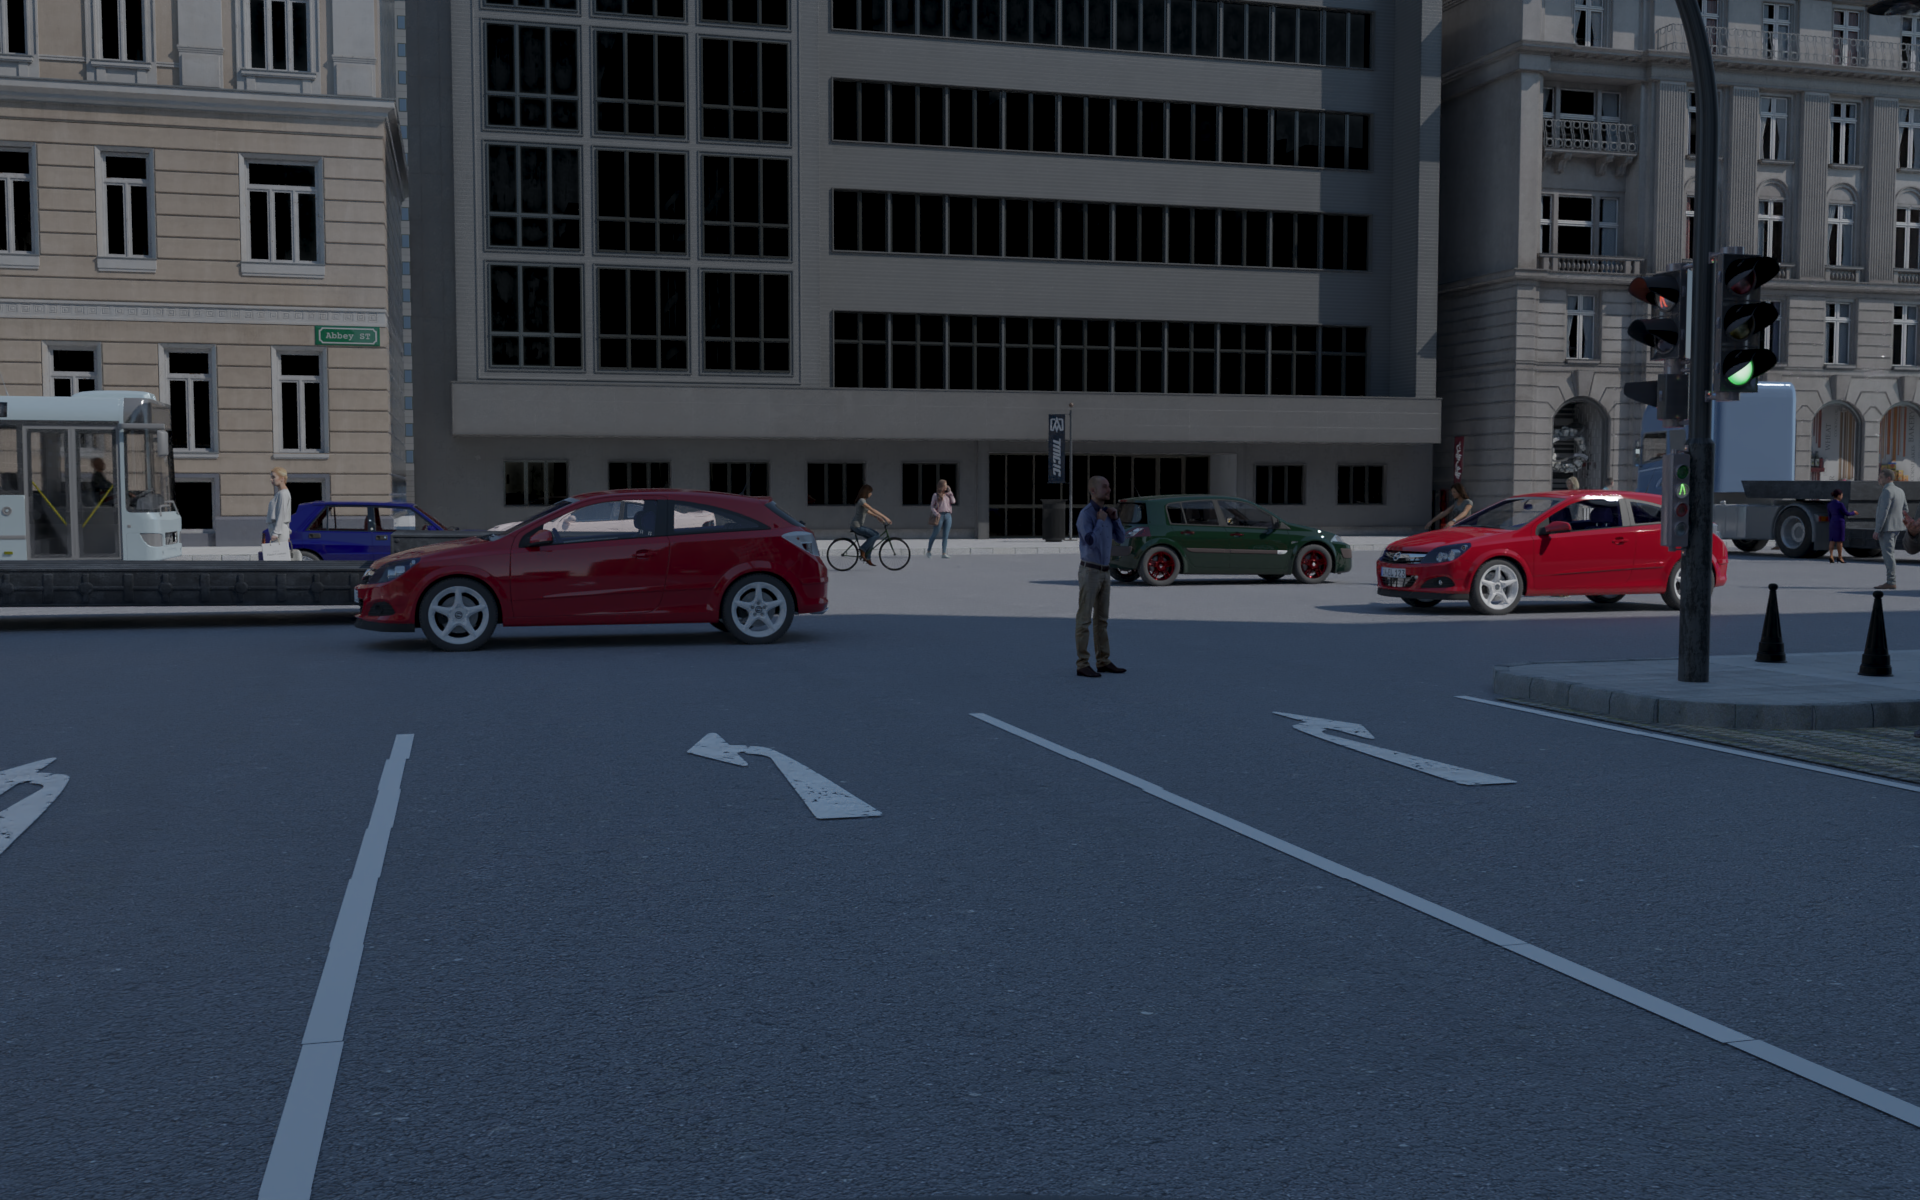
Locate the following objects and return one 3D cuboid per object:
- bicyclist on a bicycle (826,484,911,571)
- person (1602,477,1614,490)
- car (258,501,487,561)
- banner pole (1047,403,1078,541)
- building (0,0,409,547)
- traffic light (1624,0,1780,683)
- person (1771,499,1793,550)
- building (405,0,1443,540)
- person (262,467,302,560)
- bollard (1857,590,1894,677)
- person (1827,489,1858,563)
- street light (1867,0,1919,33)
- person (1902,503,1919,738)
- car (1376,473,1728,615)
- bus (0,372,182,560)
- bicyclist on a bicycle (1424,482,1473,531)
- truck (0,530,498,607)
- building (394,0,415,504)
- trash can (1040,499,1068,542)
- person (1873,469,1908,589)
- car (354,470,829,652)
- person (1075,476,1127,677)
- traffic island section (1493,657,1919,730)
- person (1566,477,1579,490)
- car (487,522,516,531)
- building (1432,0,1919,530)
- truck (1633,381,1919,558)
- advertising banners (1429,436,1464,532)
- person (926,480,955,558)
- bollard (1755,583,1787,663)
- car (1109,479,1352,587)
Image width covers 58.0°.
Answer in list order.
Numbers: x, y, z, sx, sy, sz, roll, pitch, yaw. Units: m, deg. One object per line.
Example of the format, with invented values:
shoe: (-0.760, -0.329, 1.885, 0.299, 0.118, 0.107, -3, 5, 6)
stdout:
bicyclist on a bicycle: (-1.692, -1.355, 32.172, 1.625, 1.676, 1.499, -1, 4, -16)
person: (15.318, -2.005, 41.140, 0.638, 1.841, 0.748, -3, 5, -41)
car: (-8.640, -0.857, 26.590, 3.894, 1.354, 1.945, -1, 4, -15)
banner pole: (2.818, -3.523, 47.612, 0.863, 3.779, 0.401, 1, 4, 13)
building: (-25.183, -15.888, 45.675, 20.117, 28.700, 13.634, -1, 4, -16)
traffic light: (3.010, -2.226, 11.068, 4.771, 5.953, 1.251, -1, 4, -16)
person: (21.167, -2.197, 44.596, 0.511, 1.800, 0.466, 0, 4, -3)
building: (-1.354, -14.351, 53.707, 30.058, 24.678, 14.314, -1, 4, -16)
person: (-8.724, -0.825, 22.334, 0.624, 1.780, 0.694, -1, 4, -10)
bollard: (6.482, 0.232, 12.243, 0.229, 0.601, 0.229, 0, 3, 0)
person: (18.196, -1.524, 35.790, 0.546, 1.535, 0.453, -3, 4, -37)
street light: (7.026, -2.397, 11.979, 0.468, 5.910, 1.993, -1, 4, -16)
person: (5.748, -0.055, 9.934, 0.617, 1.759, 0.750, 2, 4, 35)
car: (7.342, -0.769, 21.606, 4.494, 1.783, 2.155, -1, 4, -17)
bus: (-18.641, -1.976, 27.172, 13.247, 3.499, 2.948, -1, 4, -16)
bicyclist on a bicycle: (7.738, -1.044, 27.093, 1.625, 1.676, 1.499, -1, 4, -17)
truck: (-11.745, -1.757, 18.481, 18.799, 4.110, 2.967, -1, 4, -16)
building: (-63.452, -40.484, 203.904, 28.212, 58.520, 21.231, -1, 4, -16)
trash can: (2.510, -2.122, 46.350, 0.748, 1.137, 0.748, 0, 3, 0)
person: (13.998, -1.070, 26.090, 0.391, 1.810, 0.635, 3, 5, 42)
car: (-3.534, -0.478, 16.857, 4.494, 1.783, 2.155, -1, 4, -16)
person: (1.109, -0.192, 13.706, 0.319, 1.574, 0.516, 3, 5, 42)
traffic island section: (5.039, 0.635, 11.904, 2.009, 0.180, 2.903, -1, 4, -16)
person: (13.154, -1.736, 37.060, 0.728, 1.800, 0.709, 0, 4, -8)
car: (-7.349, -1.395, 35.169, 4.827, 1.381, 2.083, -1, 4, -17)
building: (25.748, -13.291, 59.116, 24.055, 21.916, 13.314, -1, 4, -16)
truck: (20.482, -2.813, 35.747, 2.967, 4.110, 18.799, -1, 4, -16)
advertising banners: (14.832, -3.477, 53.037, 0.090, 3.025, 2.074, -1, 4, -16)
person: (-0.472, -1.812, 38.718, 0.593, 1.750, 0.643, -2, 4, -29)
bollard: (6.205, 0.172, 13.232, 0.229, 0.601, 0.229, 0, 3, 0)
car: (4.226, -1.111, 27.944, 4.222, 1.686, 2.009, -1, 4, -15)
